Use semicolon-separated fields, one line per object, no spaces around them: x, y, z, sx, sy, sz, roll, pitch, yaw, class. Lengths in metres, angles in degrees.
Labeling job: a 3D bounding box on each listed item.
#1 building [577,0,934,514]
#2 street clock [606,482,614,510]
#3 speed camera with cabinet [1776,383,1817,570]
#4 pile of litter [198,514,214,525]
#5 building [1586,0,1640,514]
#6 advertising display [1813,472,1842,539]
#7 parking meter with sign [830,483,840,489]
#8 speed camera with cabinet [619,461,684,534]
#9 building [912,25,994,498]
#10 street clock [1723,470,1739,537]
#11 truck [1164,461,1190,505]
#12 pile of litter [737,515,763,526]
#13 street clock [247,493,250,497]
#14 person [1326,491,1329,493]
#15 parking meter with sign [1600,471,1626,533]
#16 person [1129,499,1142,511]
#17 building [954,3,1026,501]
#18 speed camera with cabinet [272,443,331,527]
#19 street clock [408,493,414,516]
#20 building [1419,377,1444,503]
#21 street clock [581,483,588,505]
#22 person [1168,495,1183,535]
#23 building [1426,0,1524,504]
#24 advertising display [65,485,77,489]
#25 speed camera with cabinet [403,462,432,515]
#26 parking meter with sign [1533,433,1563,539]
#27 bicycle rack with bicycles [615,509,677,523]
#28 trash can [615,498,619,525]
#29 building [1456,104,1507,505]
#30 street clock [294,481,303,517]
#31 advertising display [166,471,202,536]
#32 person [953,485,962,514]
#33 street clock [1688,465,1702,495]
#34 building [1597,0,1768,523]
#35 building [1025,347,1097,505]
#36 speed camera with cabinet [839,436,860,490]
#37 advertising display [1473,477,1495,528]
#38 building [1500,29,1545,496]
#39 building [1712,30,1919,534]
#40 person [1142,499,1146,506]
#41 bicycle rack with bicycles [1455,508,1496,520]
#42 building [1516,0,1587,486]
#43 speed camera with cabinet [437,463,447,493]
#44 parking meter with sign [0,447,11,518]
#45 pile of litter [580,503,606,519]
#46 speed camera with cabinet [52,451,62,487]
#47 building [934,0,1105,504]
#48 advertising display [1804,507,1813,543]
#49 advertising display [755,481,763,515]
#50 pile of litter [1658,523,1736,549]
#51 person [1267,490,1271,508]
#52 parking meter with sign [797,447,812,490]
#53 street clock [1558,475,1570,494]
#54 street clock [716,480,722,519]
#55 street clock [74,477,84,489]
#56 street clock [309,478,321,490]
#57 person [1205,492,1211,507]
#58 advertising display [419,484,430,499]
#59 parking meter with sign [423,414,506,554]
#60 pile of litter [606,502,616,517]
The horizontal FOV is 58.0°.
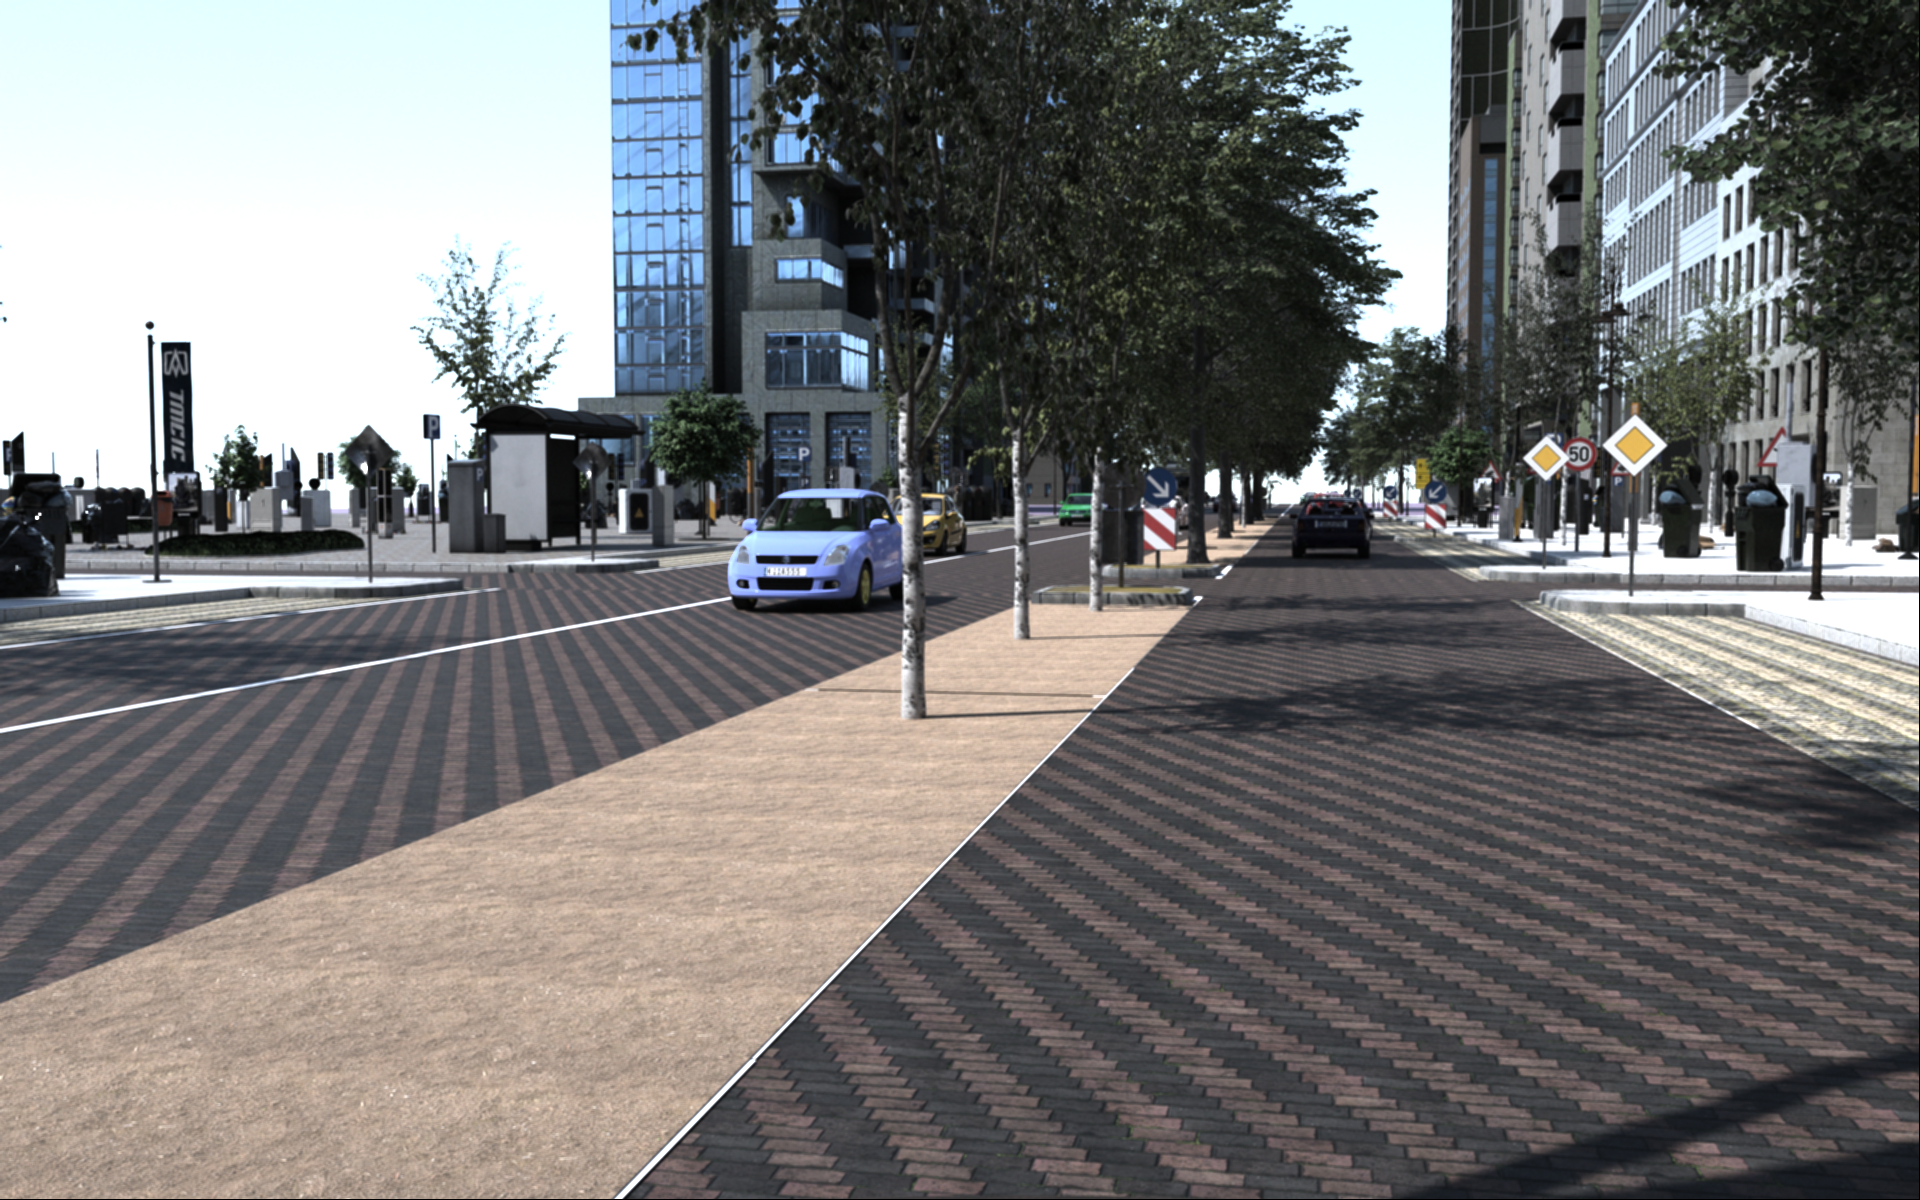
-12.589;-49.649;124.437;22.319;86.520;31.000;1;4;11;building
-21.730;-6.298;107.537;0.471;2.002;0.358;-2;4;-34;street clock
14.473;-2.194;30.207;0.660;3.252;2.038;3;4;38;speed camera with cabinet
-32.150;-3.583;72.546;1.719;0.858;1.176;0;4;-1;pile of litter
48.204;-26.329;114.072;14.154;41.232;14.086;1;4;11;building
24.955;-2.746;50.114;0.974;1.923;0.123;2;4;25;advertising display
-6.306;-5.676;89.056;0.543;3.016;1.738;-3;5;-43;parking meter with sign
-9.956;-3.763;55.856;2.038;3.252;0.660;-2;4;-35;speed camera with cabinet
-5.219;-28.368;147.405;14.154;41.232;14.086;1;4;11;building
23.081;-2.895;51.907;0.358;2.002;0.471;-1;4;-10;street clock
18.879;-9.761;148.506;2.839;4.237;11.283;1;4;10;truck
-8.429;-3.395;69.474;1.176;0.858;1.719;1;4;18;pile of litter
-48.197;-6.926;117.806;0.471;2.002;0.358;2;4;28;street clock
40.886;-11.257;192.517;0.705;1.831;1.348;-1;4;-9;person
21.701;-3.739;57.387;0.543;3.016;1.738;0;4;0;parking meter with sign
4.997;-2.462;49.024;0.793;1.790;0.793;-1;4;-22;person
-1.851;-31.247;161.005;14.600;45.320;14.200;1;4;11;building
-25.492;-4.447;67.049;2.038;3.252;0.660;-2;4;-34;speed camera with cabinet
-30.992;-5.700;97.770;0.358;2.002;0.471;1;4;9;street clock
78.998;-24.170;240.211;27.650;21.520;28.899;1;4;11;building
-18.534;-4.948;85.470;0.471;2.002;0.358;-2;4;-33;street clock
7.589;-3.051;60.981;0.503;1.515;0.523;-1;4;-13;person
69.744;-47.528;215.336;20.563;71.187;20.611;1;4;11;building
-61.514;-7.024;120.054;0.123;1.923;0.974;3;5;40;advertising display
-33.838;-6.929;107.630;2.038;3.252;0.660;-2;4;-27;speed camera with cabinet
16.942;-3.293;50.101;0.543;3.016;1.738;0;4;7;parking meter with sign
-14.024;-3.942;77.827;2.925;0.926;2.852;-1;4;-22;bicycle rack with bicycles
-13.377;-3.508;69.008;0.748;1.137;0.748;0;3;0;trash can
64.998;-33.586;199.239;14.600;45.320;14.200;1;4;11;building
-36.874;-5.625;96.540;0.471;2.002;0.358;-2;4;-27;street clock
-21.673;-2.640;48.374;0.974;1.923;0.123;1;4;9;advertising display
-0.143;-3.463;65.665;0.362;1.759;0.519;2;4;31;person
18.330;-2.365;43.245;0.358;2.002;0.471;1;4;11;street clock
39.570;-18.795;84.789;11.434;29.767;29.804;1;4;11;building
2.255;-22.859;218.777;27.650;21.520;28.899;1;4;11;building
-3.933;-3.930;58.598;0.660;3.252;2.038;1;4;15;speed camera with cabinet
19.697;-3.668;65.180;0.123;1.923;0.974;-2;4;-29;advertising display
55.823;-28.838;155.096;14.154;41.232;14.086;1;4;11;building
34.489;-12.661;61.763;10.420;20.320;16.860;1;4;11;building
8.462;-4.270;78.498;0.728;1.800;0.709;3;5;43;person
25.402;-4.495;86.879;2.925;0.926;2.852;-1;4;-11;bicycle rack with bicycles
58.544;-33.258;133.013;28.713;52.752;27.495;1;4;11;building
-33.881;-7.162;111.438;2.038;3.252;0.660;-3;4;-36;speed camera with cabinet
-36.279;-4.186;64.708;1.738;3.016;0.543;0;4;5;parking meter with sign
-17.951;-4.259;83.605;1.176;0.858;1.719;-1;4;-21;pile of litter
-42.579;-5.232;79.877;2.038;3.252;0.660;-1;4;-21;speed camera with cabinet
10.851;-57.070;245.766;22.319;86.520;31.000;1;4;11;building
21.934;-2.462;45.475;0.974;1.923;0.123;-2;4;-29;advertising display
-9.973;-4.940;85.983;0.123;1.923;0.974;1;4;11;advertising display
17.061;-1.617;40.401;1.719;0.858;1.176;0;4;-2;pile of litter
30.855;-10.036;172.666;0.705;1.814;1.350;1;4;21;person
-5.724;-4.179;64.590;0.543;3.016;1.738;0;4;1;parking meter with sign
23.247;-3.802;66.730;0.471;2.002;0.358;-3;5;-42;street clock
-14.049;-5.773;98.962;0.358;2.002;0.471;3;4;37;street clock
-36.662;-4.131;72.115;0.471;2.002;0.358;3;4;36;street clock
-29.090;-4.498;78.113;0.471;2.002;0.358;0;4;3;street clock
28.167;-11.466;196.785;0.721;1.723;1.217;-2;4;-27;person
-32.847;-6.176;106.193;0.123;1.923;0.974;1;4;16;advertising display
-10.733;-2.532;37.651;1.738;3.016;0.543;1;4;16;parking meter with sign
-19.700;-5.209;99.138;1.719;0.858;1.176;0;4;-4;pile of litter
